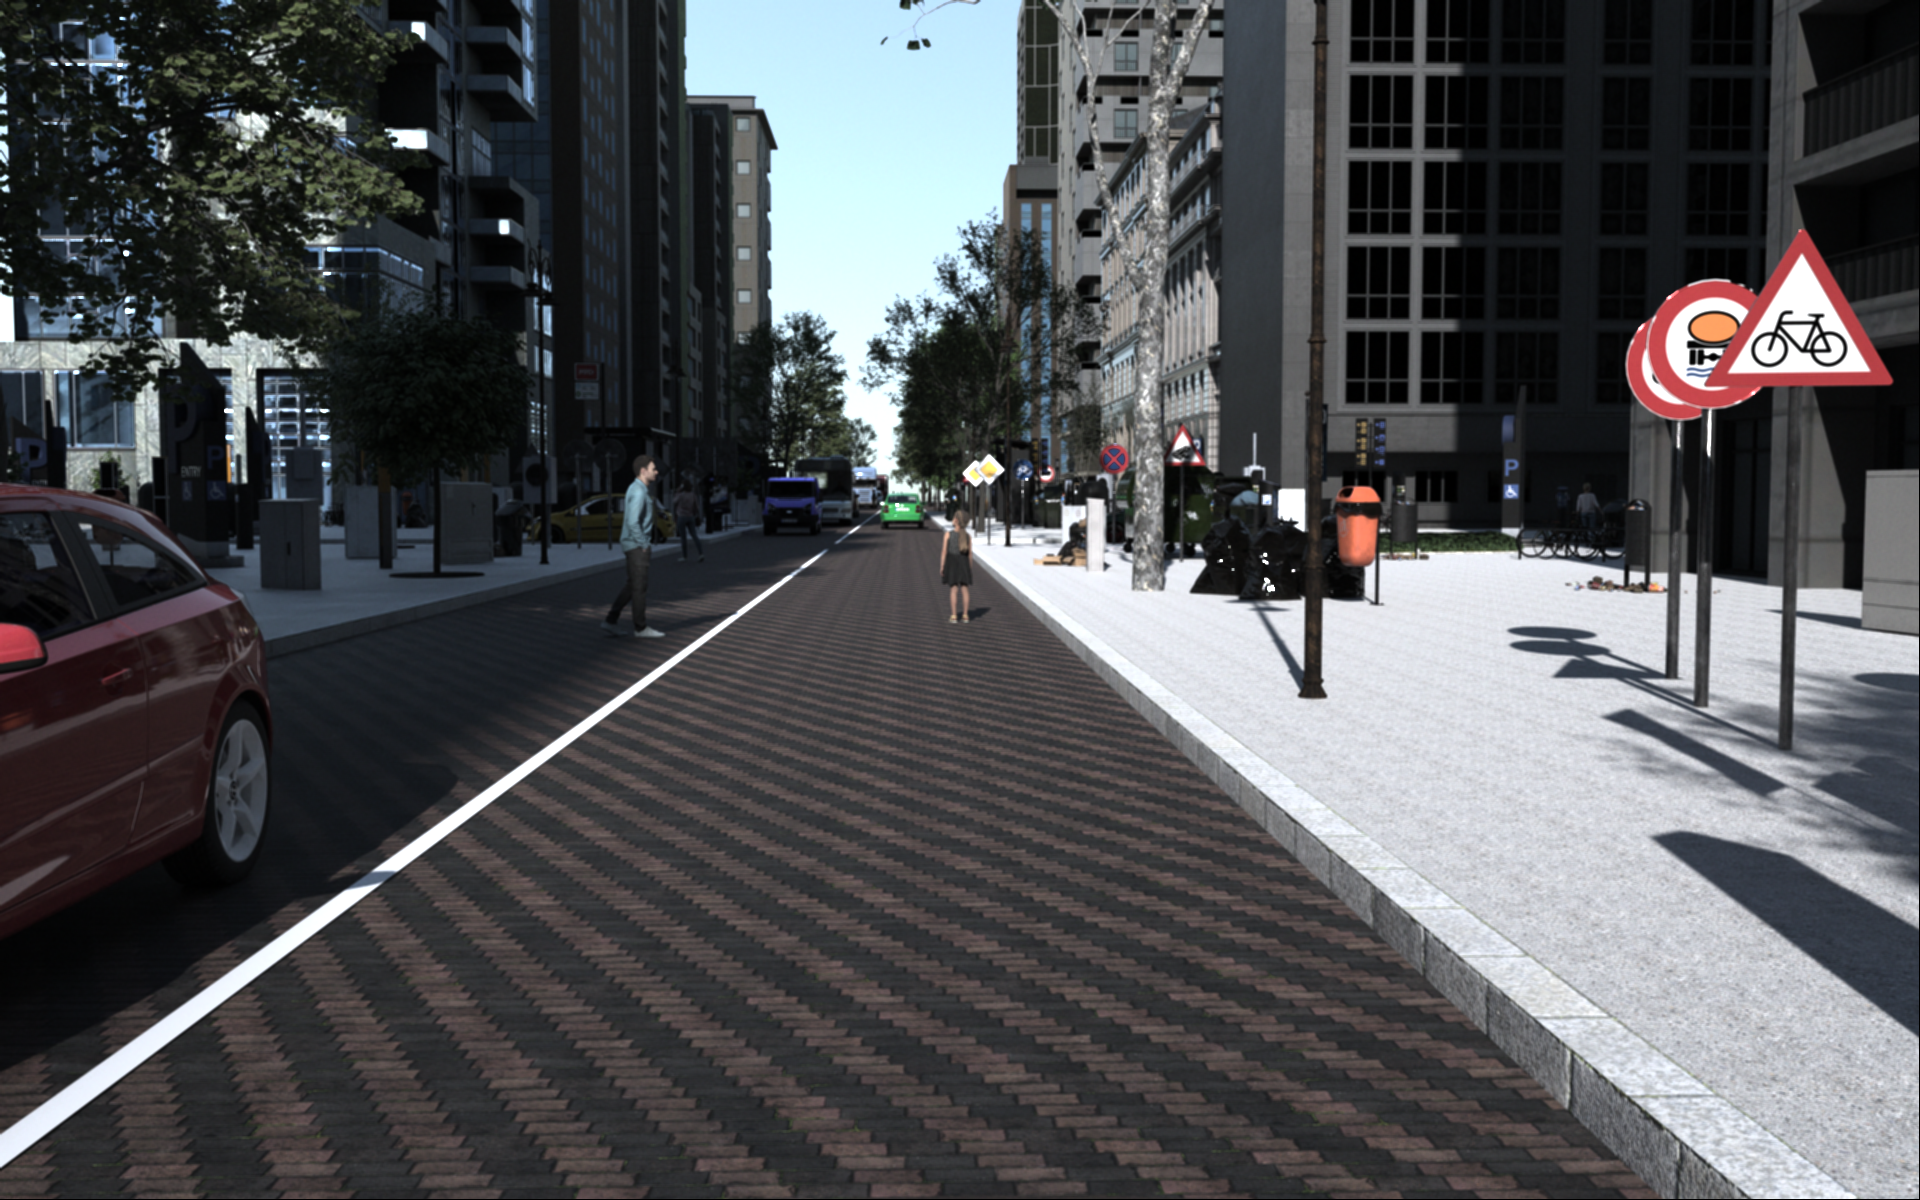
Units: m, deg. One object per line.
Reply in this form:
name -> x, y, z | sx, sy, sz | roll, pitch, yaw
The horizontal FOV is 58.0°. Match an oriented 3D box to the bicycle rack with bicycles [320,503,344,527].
bicycle rack with bicycles -> -25.319, -3.410, 69.143 | 2.852, 0.926, 2.925 | 1, 4, 16

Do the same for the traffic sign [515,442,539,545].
traffic sign -> -10.746, -2.662, 43.528 | 0.884, 2.594, 0.081 | 0, 4, -1

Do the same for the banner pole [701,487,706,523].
banner pole -> -11.180, -5.296, 76.610 | 0.863, 3.779, 0.401 | -3, 4, -36

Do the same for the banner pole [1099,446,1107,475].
banner pole -> 7.395, -6.088, 89.549 | 0.401, 3.779, 0.863 | 3, 5, 45

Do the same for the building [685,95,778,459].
building -> -39.584, -39.390, 233.263 | 28.713, 52.752, 27.495 | 0, 4, -2

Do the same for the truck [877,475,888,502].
truck -> -11.808, -16.053, 251.387 | 2.839, 4.237, 11.283 | 0, 4, 0

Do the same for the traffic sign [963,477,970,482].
traffic sign -> 0.570, -4.520, 73.902 | 0.884, 2.594, 0.081 | 0, 4, 3

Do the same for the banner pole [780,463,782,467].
banner pole -> -12.613, -8.085, 122.207 | 0.401, 3.779, 0.863 | -1, 4, -10

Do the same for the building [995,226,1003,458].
building -> 12.222, -35.538, 264.639 | 14.154, 41.232, 14.086 | 0, 4, -2

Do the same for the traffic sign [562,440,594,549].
traffic sign -> -8.947, -2.479, 40.635 | 0.768, 2.556, 0.104 | 0, 4, 2

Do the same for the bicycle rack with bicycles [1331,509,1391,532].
bicycle rack with bicycles -> 13.152, -2.770, 58.664 | 2.852, 0.926, 2.925 | -3, 5, -42

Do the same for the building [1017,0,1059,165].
building -> 16.703, -49.430, 246.427 | 20.563, 71.187, 20.611 | 0, 4, -2

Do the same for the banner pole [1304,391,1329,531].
banner pole -> 8.633, -3.193, 42.215 | 0.863, 3.779, 0.401 | -2, 4, -27

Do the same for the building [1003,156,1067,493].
building -> 12.979, -35.450, 229.713 | 14.600, 45.320, 14.200 | 0, 4, -2

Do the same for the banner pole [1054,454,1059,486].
banner pole -> 6.057, -7.272, 108.910 | 0.401, 3.779, 0.863 | 2, 4, 28

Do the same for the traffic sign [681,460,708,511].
traffic sign -> -7.827, -2.898, 51.025 | 0.795, 2.450, 0.064 | 0, 4, -2

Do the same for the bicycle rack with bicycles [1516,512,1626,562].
bicycle rack with bicycles -> 12.222, -1.267, 34.092 | 2.852, 0.926, 2.925 | -3, 5, -40

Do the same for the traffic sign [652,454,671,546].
traffic sign -> -7.566, -2.410, 43.045 | 0.795, 2.450, 0.064 | 0, 4, -2

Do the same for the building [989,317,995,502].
building -> 11.578, -31.035, 279.124 | 14.160, 30.474, 14.107 | 0, 4, -2

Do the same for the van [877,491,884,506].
van -> -10.366, -12.653, 213.890 | 2.013, 2.044, 4.112 | 0, 4, -2

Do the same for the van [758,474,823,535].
van -> -5.968, -3.518, 61.896 | 2.240, 2.365, 5.245 | 0, 4, -3

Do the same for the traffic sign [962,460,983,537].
traffic sign -> 0.464, -2.913, 51.275 | 0.795, 2.450, 0.064 | 0, 4, -2

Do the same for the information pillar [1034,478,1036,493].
information pillar -> 3.238, -4.455, 77.332 | 0.304, 2.012, 0.304 | 0, 4, 5

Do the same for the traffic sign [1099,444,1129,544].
traffic sign -> 3.943, -2.704, 44.322 | 0.768, 2.556, 0.104 | 0, 4, 8

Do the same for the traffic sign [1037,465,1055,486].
traffic sign -> 3.723, -4.586, 75.089 | 0.768, 2.556, 0.104 | 0, 4, 5

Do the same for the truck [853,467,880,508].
truck -> -9.753, -11.538, 178.401 | 2.967, 4.110, 18.799 | 0, 4, -3

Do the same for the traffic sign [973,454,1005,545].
traffic sign -> 0.724, -2.425, 43.294 | 0.795, 2.450, 0.064 | 0, 4, -2

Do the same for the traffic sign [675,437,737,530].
traffic sign -> -9.093, -4.172, 62.079 | 2.265, 3.308, 0.079 | 0, 4, 7

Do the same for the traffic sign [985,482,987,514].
traffic sign -> 1.372, -5.790, 94.773 | 0.768, 2.556, 0.104 | 0, 4, 0

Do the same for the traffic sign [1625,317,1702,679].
traffic sign -> 4.940, -0.724, 11.945 | 0.768, 2.556, 0.104 | 0, 4, 1

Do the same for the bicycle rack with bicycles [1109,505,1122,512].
bicycle rack with bicycles -> 7.055, -4.277, 83.313 | 2.925, 0.926, 2.852 | 0, 4, 7

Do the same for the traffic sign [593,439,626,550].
traffic sign -> -8.054, -2.428, 39.799 | 0.768, 2.556, 0.104 | 0, 4, 4

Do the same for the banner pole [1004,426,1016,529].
banner pole -> 1.790, -4.545, 64.325 | 0.401, 3.779, 0.863 | -1, 4, -20

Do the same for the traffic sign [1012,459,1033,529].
traffic sign -> 2.291, -3.857, 63.165 | 0.768, 2.556, 0.104 | 0, 4, -2

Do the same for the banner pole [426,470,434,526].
banner pole -> -21.201, -4.855, 69.393 | 0.401, 3.779, 0.863 | 2, 4, 30

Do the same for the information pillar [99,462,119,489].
information pillar -> -19.355, -2.137, 39.435 | 0.304, 2.012, 0.304 | 0, 4, -7

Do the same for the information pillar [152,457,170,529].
information pillar -> -15.730, -1.820, 34.244 | 0.304, 2.012, 0.304 | 0, 4, 5

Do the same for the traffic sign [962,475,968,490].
traffic sign -> 0.494, -6.571, 107.535 | 0.768, 2.556, 0.104 | 0, 4, 1

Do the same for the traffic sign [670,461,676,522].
traffic sign -> -10.878, -4.024, 65.897 | 0.768, 2.556, 0.104 | 0, 4, 8

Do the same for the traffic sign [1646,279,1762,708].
traffic sign -> 4.470, -0.628, 10.366 | 0.768, 2.556, 0.104 | 0, 4, 5

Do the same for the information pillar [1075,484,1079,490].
information pillar -> 8.180, -7.099, 120.567 | 0.304, 2.012, 0.304 | 2, 4, 26

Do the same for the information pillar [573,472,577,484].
information pillar -> -19.836, -5.998, 89.421 | 0.183, 3.616, 0.504 | 1, 4, 14

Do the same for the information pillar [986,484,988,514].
information pillar -> 1.605, -7.043, 106.504 | 0.183, 3.616, 0.504 | 1, 4, 15

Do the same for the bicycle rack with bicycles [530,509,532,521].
bicycle rack with bicycles -> -14.910, -2.942, 61.484 | 2.925, 0.926, 2.852 | 1, 4, 10

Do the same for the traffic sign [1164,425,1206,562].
traffic sign -> 4.170, -1.991, 32.559 | 0.884, 2.594, 0.081 | 0, 4, -1

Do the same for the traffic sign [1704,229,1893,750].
traffic sign -> 4.141, -0.527, 8.617 | 0.884, 2.594, 0.081 | 0, 4, 7
